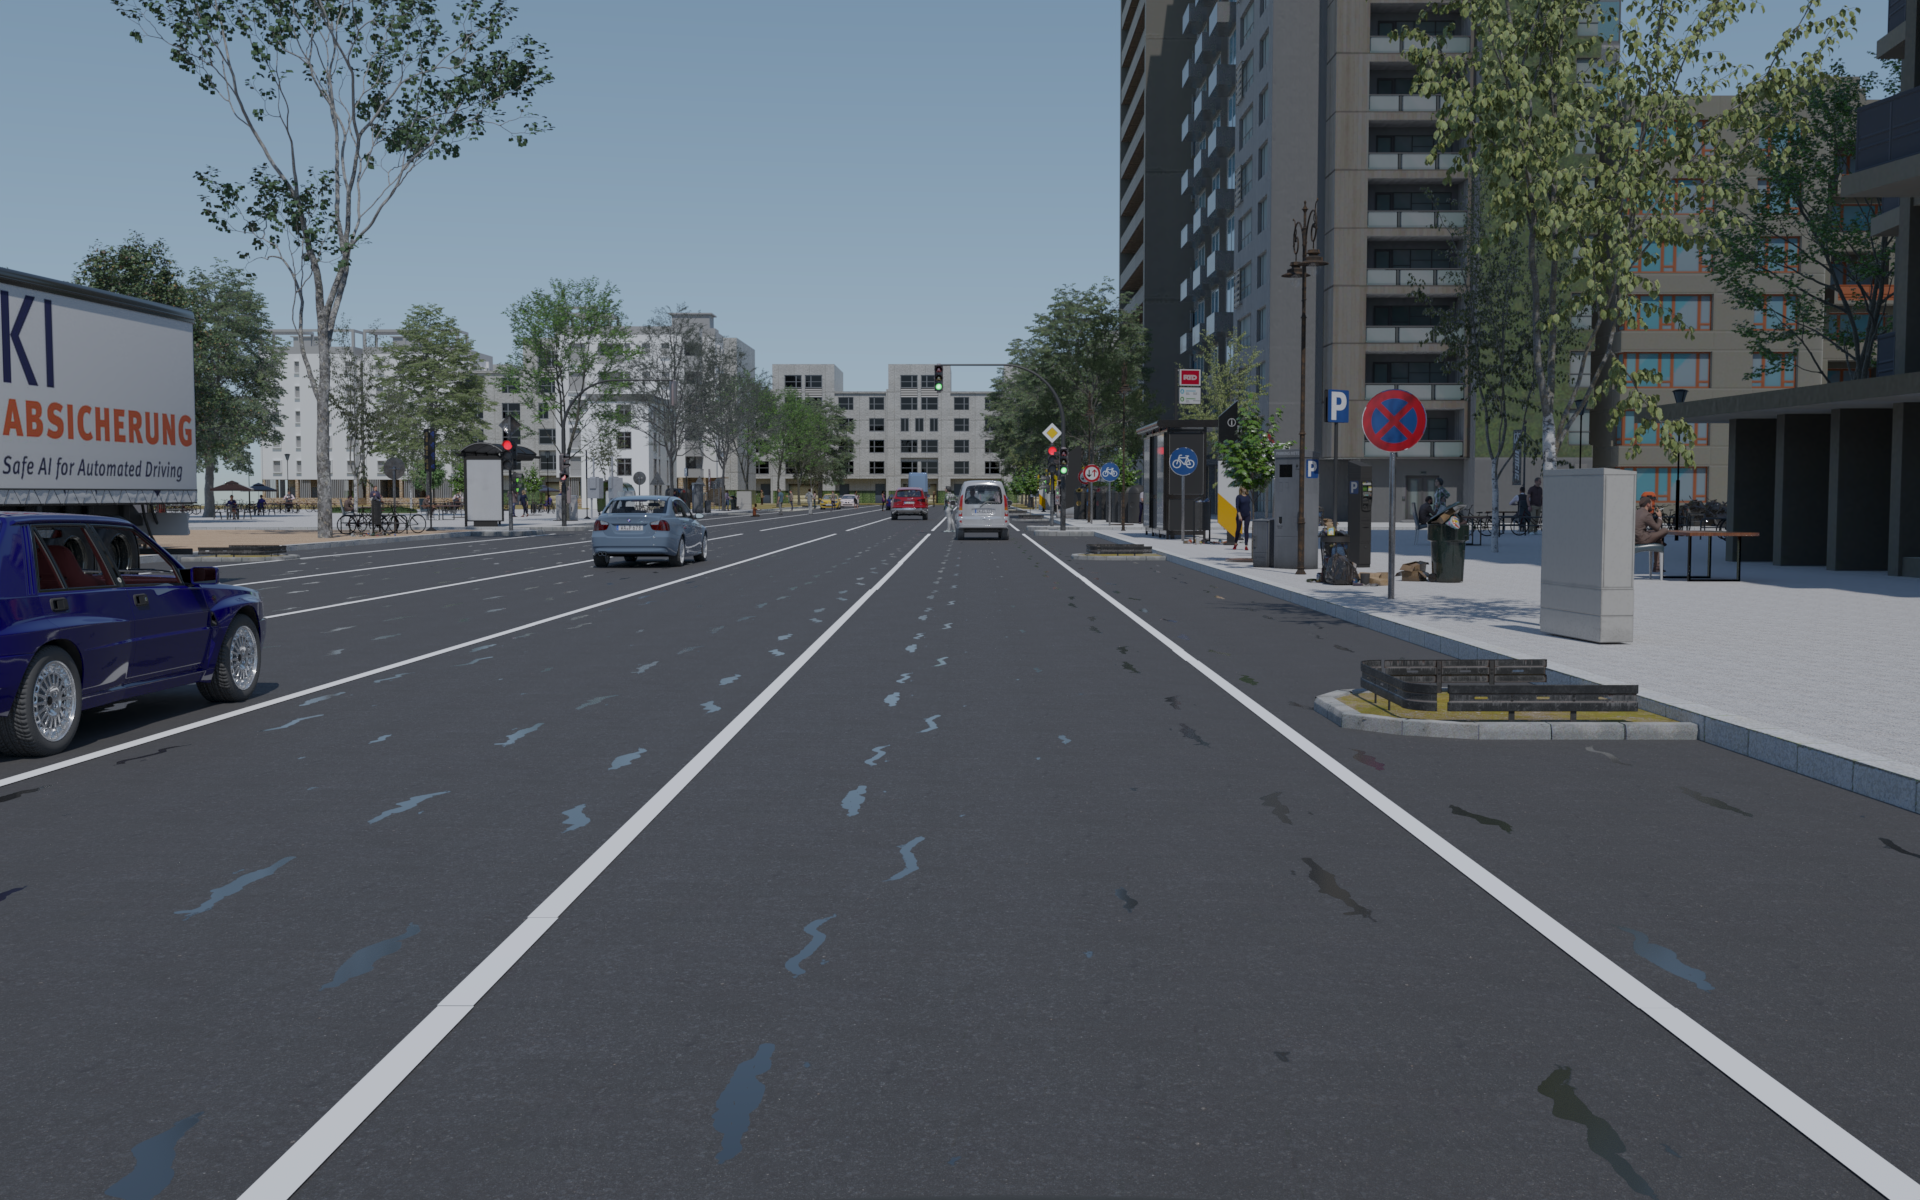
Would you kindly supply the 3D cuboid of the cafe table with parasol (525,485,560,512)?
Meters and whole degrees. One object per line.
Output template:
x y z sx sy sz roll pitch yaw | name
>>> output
-30.462 -7.417 126.129 2.610 1.966 2.610 0 4 -2 | cafe table with parasol

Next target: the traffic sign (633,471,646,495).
-18.011 -5.946 97.327 0.768 2.556 0.104 1 4 8 | traffic sign

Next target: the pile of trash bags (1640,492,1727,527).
28.909 -3.622 68.977 3.447 1.369 1.912 1 4 13 | pile of trash bags

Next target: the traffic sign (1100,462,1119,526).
6.044 -4.268 69.880 0.768 2.556 0.104 0 4 4 | traffic sign

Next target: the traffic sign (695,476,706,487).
-18.436 -7.501 122.641 0.884 2.594 0.081 0 4 1 | traffic sign

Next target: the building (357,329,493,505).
-62.313 -21.313 204.884 11.380 20.091 16.016 0 4 0 | building

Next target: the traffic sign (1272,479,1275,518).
6.338 -2.009 34.978 0.606 2.300 0.079 0 4 1 | traffic sign

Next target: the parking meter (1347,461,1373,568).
6.981 -1.500 30.239 0.255 1.863 0.399 -2 4 -28 | parking meter

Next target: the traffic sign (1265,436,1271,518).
6.392 -2.207 36.095 0.884 2.594 0.081 0 4 1 | traffic sign

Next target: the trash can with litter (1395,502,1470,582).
6.871 -0.848 25.255 1.055 1.170 0.624 3 5 39 | trash can with litter

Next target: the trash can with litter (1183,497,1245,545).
6.640 -2.065 44.816 2.233 1.210 1.678 -2 4 -29 | trash can with litter

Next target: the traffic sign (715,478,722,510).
-18.992 -8.344 136.529 0.768 2.556 0.104 0 4 1 | traffic sign

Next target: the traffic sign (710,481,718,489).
-19.359 -8.206 136.305 0.606 2.300 0.079 0 4 2 | traffic sign

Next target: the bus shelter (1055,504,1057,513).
7.069 -8.018 122.372 1.731 3.624 6.357 0 4 0 | bus shelter

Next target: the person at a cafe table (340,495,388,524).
-26.116 -3.955 75.520 1.726 1.238 1.698 -2 4 -28 | person at a cafe table

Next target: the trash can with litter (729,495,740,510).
-18.157 -7.826 139.344 0.624 1.170 1.055 1 4 19 | trash can with litter

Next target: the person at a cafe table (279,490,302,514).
-44.356 -6.477 114.419 1.698 1.524 1.622 -1 4 -20 | person at a cafe table

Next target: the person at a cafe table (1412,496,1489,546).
12.279 -2.005 43.635 1.726 1.238 1.698 0 4 6 | person at a cafe table

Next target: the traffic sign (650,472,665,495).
-17.472 -6.113 99.952 0.884 2.594 0.081 0 4 6 | traffic sign

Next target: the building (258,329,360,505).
-74.119 -21.303 204.716 11.380 20.091 16.016 0 4 0 | building

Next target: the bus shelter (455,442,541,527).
-18.649 -4.670 70.277 2.014 3.302 5.546 0 4 0 | bus shelter

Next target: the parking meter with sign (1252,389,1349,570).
5.772 -2.042 29.653 0.543 3.016 1.738 -3 4 -39 | parking meter with sign

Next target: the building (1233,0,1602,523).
20.965 -24.368 82.006 14.086 41.232 14.154 0 4 0 | building

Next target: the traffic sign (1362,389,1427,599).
5.273 -1.285 21.108 0.768 2.556 0.104 1 4 8 | traffic sign

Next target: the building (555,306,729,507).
-32.414 -19.702 178.555 16.016 20.091 11.380 0 4 0 | building

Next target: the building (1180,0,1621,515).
25.666 -29.755 106.097 23.786 49.044 30.456 0 4 0 | building

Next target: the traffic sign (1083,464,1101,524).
5.650 -4.536 74.264 0.768 2.556 0.104 0 4 7 | traffic sign

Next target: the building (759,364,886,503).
-25.442 -23.089 243.959 31.486 18.905 16.747 0 4 0 | building

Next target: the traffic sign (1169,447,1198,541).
6.092 -2.884 47.266 0.768 2.556 0.104 0 4 7 | traffic sign

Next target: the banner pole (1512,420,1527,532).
19.063 -4.218 58.974 0.401 3.779 0.863 -1 4 -20 | banner pole

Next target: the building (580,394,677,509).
-30.414 -13.265 159.022 9.099 9.664 28.070 0 4 0 | building

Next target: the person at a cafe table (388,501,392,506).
-46.976 -8.000 141.663 1.726 1.238 1.698 0 4 6 | person at a cafe table

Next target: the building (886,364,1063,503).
6.044 -23.081 243.836 31.486 18.905 16.747 0 4 0 | building

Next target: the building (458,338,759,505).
-40.884 -20.663 204.294 31.486 18.905 16.747 0 4 0 | building

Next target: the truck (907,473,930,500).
-5.289 -13.582 211.830 2.967 4.110 18.799 0 3 0 | truck

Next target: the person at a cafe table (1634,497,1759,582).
10.678 -0.916 25.845 1.726 1.238 1.698 0 4 1 | person at a cafe table

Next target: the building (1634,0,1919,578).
24.179 -22.296 19.160 22.147 44.769 28.867 0 4 0 | building

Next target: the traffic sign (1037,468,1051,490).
7.226 -8.784 137.489 2.265 3.308 0.079 0 4 7 | traffic sign

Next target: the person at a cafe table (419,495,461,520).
-25.930 -4.570 85.580 1.726 1.238 1.698 2 4 26 | person at a cafe table

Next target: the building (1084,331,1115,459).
23.297 -20.171 196.249 16.747 18.905 31.486 0 4 0 | building

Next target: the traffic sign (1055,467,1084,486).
7.422 -7.635 118.704 2.265 3.308 0.079 0 4 8 | traffic sign

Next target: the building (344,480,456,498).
-69.305 -23.117 244.420 31.486 18.905 16.747 0 4 0 | building

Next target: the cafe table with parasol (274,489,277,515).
-42.038 -6.053 103.833 2.610 1.966 2.610 2 4 29 | cafe table with parasol

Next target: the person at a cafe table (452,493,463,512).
-36.283 -7.156 125.507 1.698 1.524 1.622 -3 4 -36 | person at a cafe table

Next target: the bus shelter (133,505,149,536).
-19.532 -3.539 35.500 2.179 5.291 8.768 0 4 0 | bus shelter

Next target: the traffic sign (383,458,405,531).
-19.737 -3.690 60.440 0.768 2.556 0.104 0 4 2 | traffic sign

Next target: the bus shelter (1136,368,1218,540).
6.626 -4.607 52.959 2.179 5.291 8.768 0 4 0 | bus shelter

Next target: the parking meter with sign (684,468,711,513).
-17.710 -7.388 117.052 1.738 3.016 0.543 -2 4 -30 | parking meter with sign

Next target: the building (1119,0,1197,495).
23.716 -31.095 132.102 21.300 48.544 21.600 0 4 0 | building

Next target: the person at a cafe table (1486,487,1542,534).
17.962 -2.880 55.608 1.698 1.524 1.622 0 4 2 | person at a cafe table

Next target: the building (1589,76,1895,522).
43.397 -14.931 89.159 28.899 21.520 27.650 0 4 0 | building

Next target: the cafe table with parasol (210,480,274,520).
-36.353 -4.995 86.539 2.610 1.966 2.610 3 4 38 | cafe table with parasol

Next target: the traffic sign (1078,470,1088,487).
6.495 -5.486 89.808 0.768 2.556 0.104 0 4 3 | traffic sign

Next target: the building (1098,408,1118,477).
18.314 -13.742 166.836 9.099 9.664 28.070 0 4 0 | building

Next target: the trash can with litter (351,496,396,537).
-18.119 -2.565 52.989 1.678 1.210 2.233 0 4 4 | trash can with litter

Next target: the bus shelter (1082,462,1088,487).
7.688 -7.208 111.779 2.014 3.302 5.546 0 4 0 | bus shelter

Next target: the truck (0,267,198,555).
-12.973 -1.956 20.891 2.839 4.237 11.283 0 4 1 | truck
